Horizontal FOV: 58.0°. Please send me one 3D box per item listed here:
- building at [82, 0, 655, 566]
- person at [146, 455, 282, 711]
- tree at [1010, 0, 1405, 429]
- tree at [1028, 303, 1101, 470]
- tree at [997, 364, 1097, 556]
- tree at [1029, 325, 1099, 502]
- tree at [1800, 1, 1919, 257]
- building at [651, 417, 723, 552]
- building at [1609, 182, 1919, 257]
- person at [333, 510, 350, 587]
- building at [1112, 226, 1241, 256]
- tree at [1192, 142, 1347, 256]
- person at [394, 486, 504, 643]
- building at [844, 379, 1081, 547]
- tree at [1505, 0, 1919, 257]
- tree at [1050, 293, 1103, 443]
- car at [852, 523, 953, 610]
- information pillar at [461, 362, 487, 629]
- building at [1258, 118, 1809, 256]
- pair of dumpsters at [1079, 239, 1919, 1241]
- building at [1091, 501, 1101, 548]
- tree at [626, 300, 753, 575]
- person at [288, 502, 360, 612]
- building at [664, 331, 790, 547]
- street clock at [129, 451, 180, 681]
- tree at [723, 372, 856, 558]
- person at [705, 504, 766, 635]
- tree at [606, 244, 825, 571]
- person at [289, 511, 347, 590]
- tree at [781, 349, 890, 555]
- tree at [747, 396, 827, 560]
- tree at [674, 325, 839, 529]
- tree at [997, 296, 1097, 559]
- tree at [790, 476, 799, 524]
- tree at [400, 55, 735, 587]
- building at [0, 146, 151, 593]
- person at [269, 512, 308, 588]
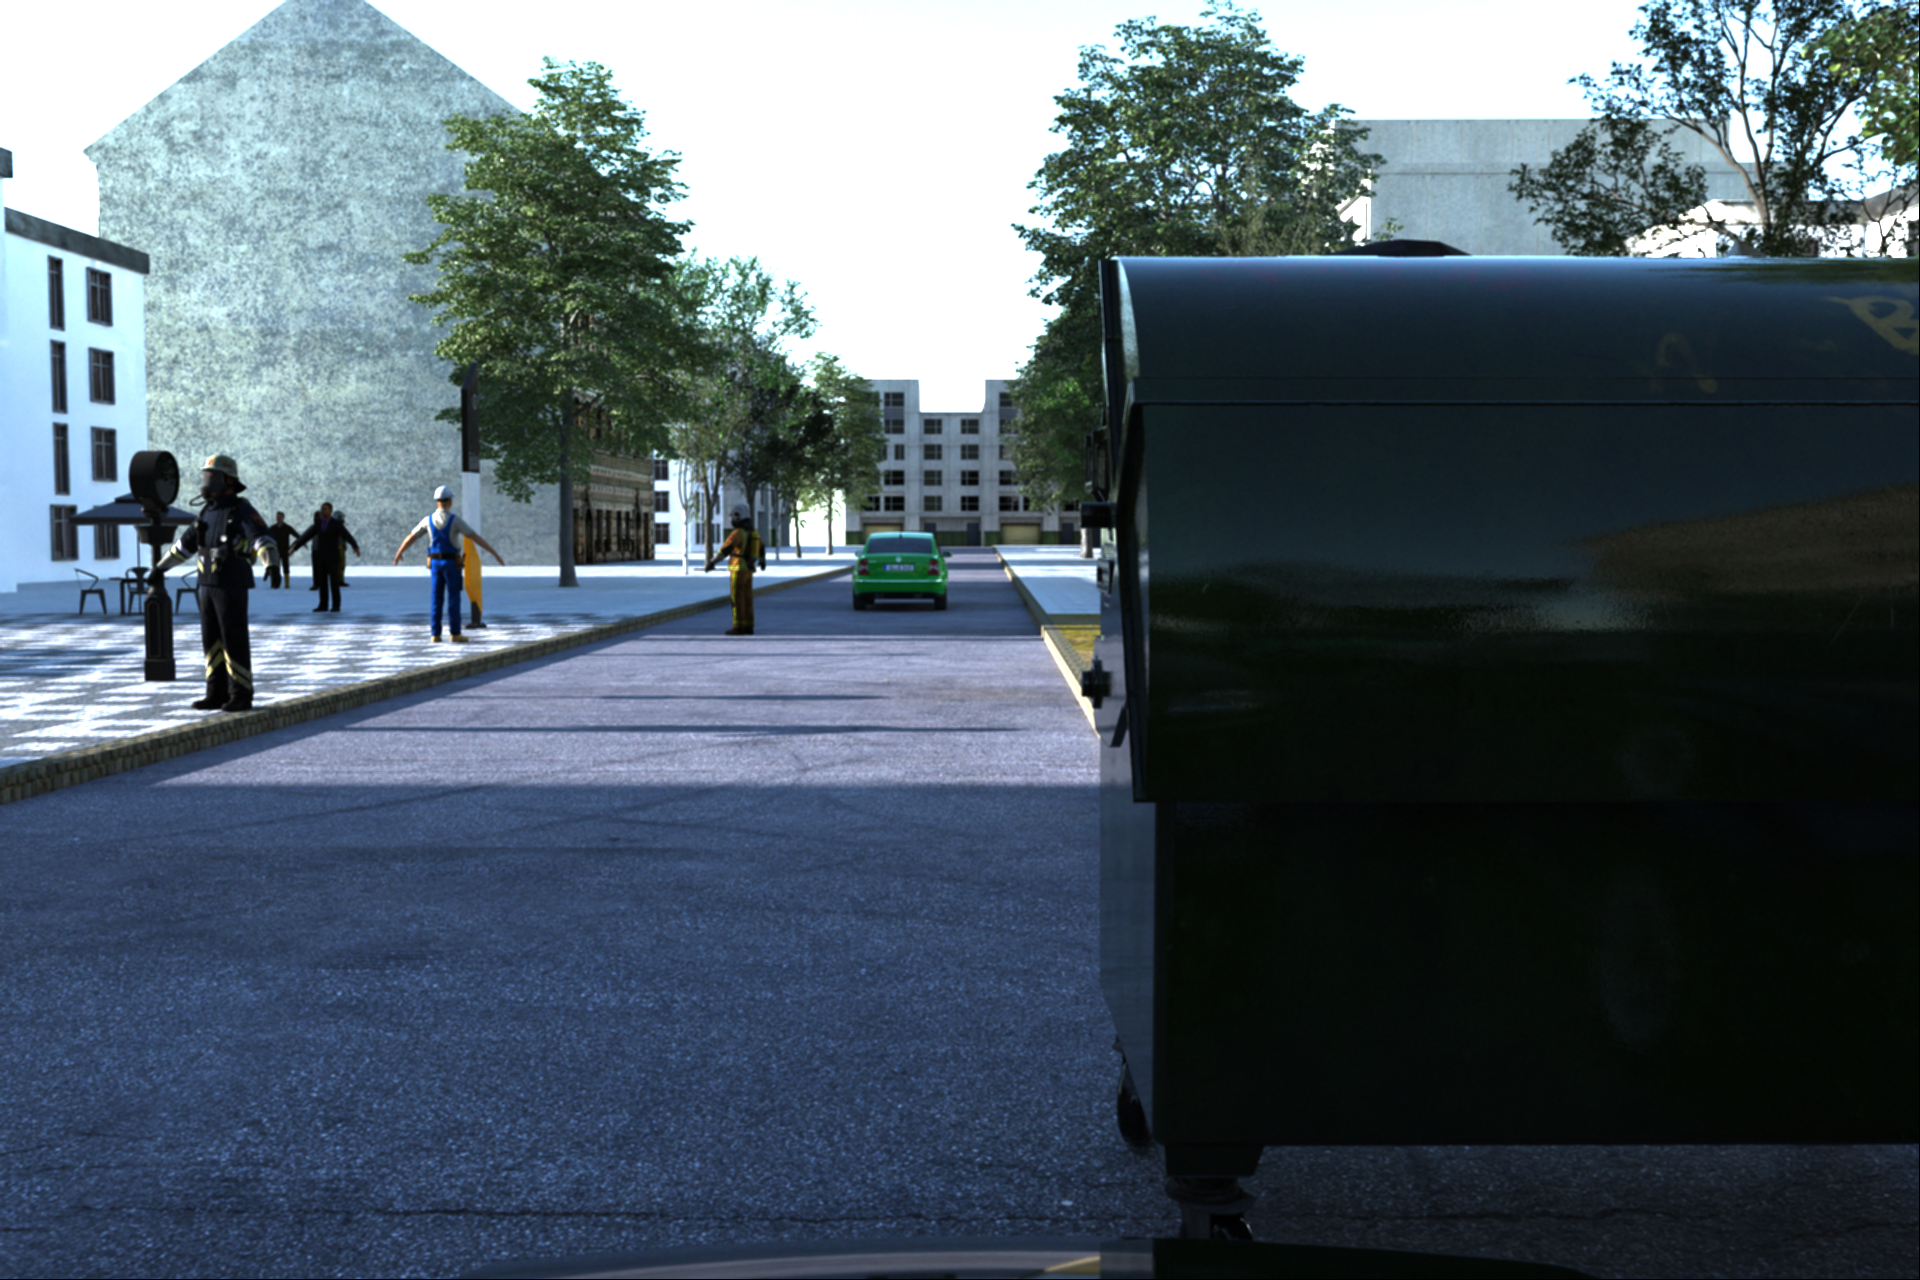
[{"bbox_3d":[-24.715,-15.074,77.386,19.493,23.208,18.063,0,4,1],"label":"building"},{"bbox_3d":[-5.378,-0.418,12.607,1.354,1.856,0.705,2,4,28],"label":"person"},{"bbox_3d":[6.123,-8.278,41.998,9.857,13.997,8.962,0,3,0],"label":"tree"},{"bbox_3d":[6.260,-8.793,69.518,9.928,11.665,9.643,0,3,0],"label":"tree"},{"bbox_3d":[7.299,-11.779,102.963,12.009,13.543,11.850,0,3,0],"label":"tree"},{"bbox_3d":[7.088,-9.891,79.847,7.486,12.596,7.792,0,3,0],"label":"tree"},{"bbox_3d":[10.346,-6.437,11.906,9.857,13.997,8.962,0,3,0],"label":"tree"},{"bbox_3d":[-22.848,-11.793,134.964,9.099,9.664,28.070,0,4,2],"label":"building"},{"bbox_3d":[23.429,-6.217,43.803,9.099,9.664,28.070,0,4,0],"label":"building"},{"bbox_3d":[-15.178,-2.239,42.381,1.354,1.858,0.705,3,5,43],"label":"person"},{"bbox_3d":[24.644,-17.576,131.335,27.936,21.610,32.646,0,4,1],"label":"building"},{"bbox_3d":[6.105,-5.060,33.094,4.360,8.622,3.978,0,3,0],"label":"tree"},{"bbox_3d":[-6.085,-0.897,20.517,1.347,1.847,0.705,0,4,6],"label":"person"},{"bbox_3d":[2.630,-20.493,203.975,31.486,18.905,16.747,0,4,-1],"label":"building"},{"bbox_3d":[11.756,-5.462,23.711,8.767,10.594,7.601,1,4,22],"label":"tree"},{"bbox_3d":[6.590,-7.444,56.120,7.601,10.594,8.767,-3,5,-41],"label":"tree"},{"bbox_3d":[-1.124,-1.541,33.986,1.959,1.807,4.718,0,3,0],"label":"car"},{"bbox_3d":[-6.601,-1.961,23.422,0.183,3.616,0.504,0,4,2],"label":"information pillar"},{"bbox_3d":[24.423,-13.213,82.495,16.747,18.905,31.486,0,4,1],"label":"building"},{"bbox_3d":[2.466,0.081,3.631,4.436,2.255,1.574,0,4,0],"label":"pair of dumpsters"},{"bbox_3d":[26.279,-20.449,178.311,27.936,21.610,32.646,0,4,0],"label":"building"},{"bbox_3d":[-8.898,-6.369,54.501,4.360,8.622,3.978,0,3,0],"label":"tree"},{"bbox_3d":[-10.440,-1.366,28.565,1.346,1.802,0.704,1,4,16],"label":"person"},{"bbox_3d":[-26.662,-18.302,165.698,16.747,18.905,31.486,0,4,2],"label":"building"},{"bbox_3d":[-7.008,-0.645,15.117,0.358,2.002,0.471,0,4,1],"label":"street clock"},{"bbox_3d":[-8.954,-9.731,93.516,7.601,10.594,8.767,3,4,39],"label":"tree"},{"bbox_3d":[-3.122,-1.001,24.594,0.705,1.858,1.354,2,4,29],"label":"person"},{"bbox_3d":[-8.796,-8.287,61.249,9.928,11.665,9.643,0,3,0],"label":"tree"},{"bbox_3d":[-14.615,-2.040,39.490,1.348,1.813,0.705,0,4,4],"label":"person"},{"bbox_3d":[-7.834,-11.528,106.617,7.486,12.596,7.792,0,3,0],"label":"tree"},{"bbox_3d":[-8.843,-8.247,85.197,4.737,8.622,4.395,0,3,0],"label":"tree"},{"bbox_3d":[-8.891,-8.626,75.453,8.767,10.594,7.601,2,4,24],"label":"tree"},{"bbox_3d":[6.795,-11.263,90.802,9.857,13.997,8.962,0,3,0],"label":"tree"},{"bbox_3d":[-22.428,-17.956,200.241,9.857,13.997,8.962,0,3,0],"label":"tree"},{"bbox_3d":[-9.311,-7.543,41.454,7.486,12.596,7.792,0,3,0],"label":"tree"},{"bbox_3d":[-25.272,-5.871,38.141,9.099,9.664,28.070,0,4,1],"label":"building"},{"bbox_3d":[-16.124,-2.138,41.097,1.346,1.812,0.704,0,4,-2],"label":"person"}]
